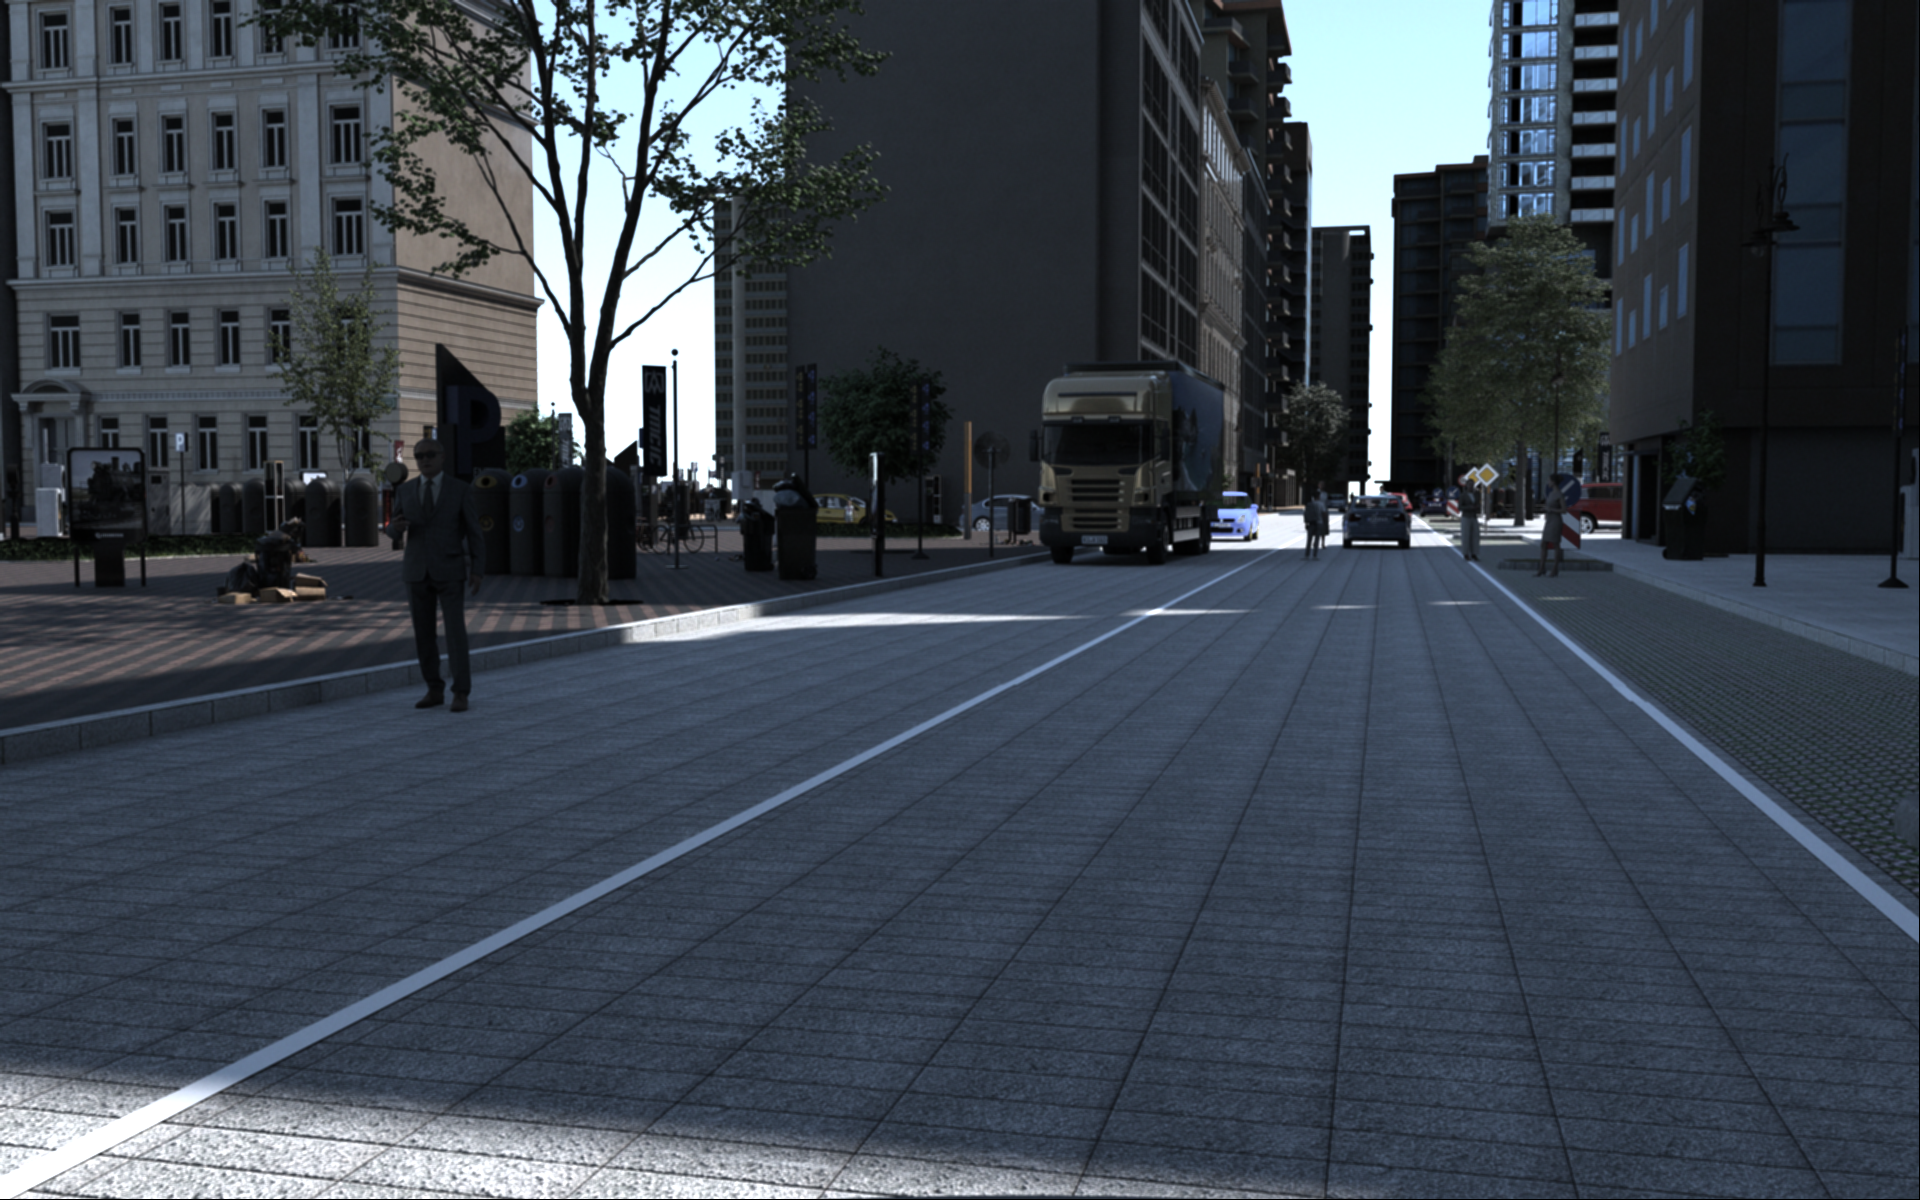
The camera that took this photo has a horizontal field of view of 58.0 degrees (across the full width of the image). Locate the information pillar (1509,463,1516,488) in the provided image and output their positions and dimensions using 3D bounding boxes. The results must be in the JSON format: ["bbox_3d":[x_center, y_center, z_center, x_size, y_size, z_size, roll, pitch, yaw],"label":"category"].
[{"bbox_3d":[41.418,-8.473,129.891,0.504,3.616,0.183,3,5,42],"label":"information pillar"}]

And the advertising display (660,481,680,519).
[{"bbox_3d":[-14.342,-4.930,85.814,0.974,1.923,0.123,0,4,-2],"label":"advertising display"}]

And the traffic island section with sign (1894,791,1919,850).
[{"bbox_3d":[4.789,0.125,6.578,1.989,1.847,2.006,1,4,14],"label":"traffic island section with sign"}]

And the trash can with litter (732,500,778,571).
[{"bbox_3d":[-3.183,-1.082,29.073,1.055,1.170,0.624,-2,4,-27],"label":"trash can with litter"}]

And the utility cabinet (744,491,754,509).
[{"bbox_3d":[-16.670,-7.848,136.993,1.173,1.500,0.318,1,4,23],"label":"utility cabinet"}]

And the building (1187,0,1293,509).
[{"bbox_3d":[17.932,-30.603,154.981,22.147,44.769,28.867,1,4,14],"label":"building"}]

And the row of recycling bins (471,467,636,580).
[{"bbox_3d":[-6.400,-1.226,27.160,3.534,1.692,1.069,3,4,37],"label":"row of recycling bins"}]

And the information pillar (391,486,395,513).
[{"bbox_3d":[-19.177,-3.329,58.920,0.304,2.012,0.304,-1,4,-23],"label":"information pillar"}]

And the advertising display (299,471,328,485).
[{"bbox_3d":[-17.919,-2.620,48.055,0.123,1.923,0.974,1,4,22],"label":"advertising display"}]

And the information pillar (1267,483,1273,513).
[{"bbox_3d":[21.499,-7.078,120.223,0.304,2.012,0.304,0,4,-7],"label":"information pillar"}]

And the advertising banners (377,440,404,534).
[{"bbox_3d":[-18.475,-3.644,55.774,0.090,3.025,2.074,1,4,16],"label":"advertising banners"}]

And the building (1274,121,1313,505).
[{"bbox_3d":[34.169,-33.994,205.907,14.200,45.320,14.600,1,4,14],"label":"building"}]

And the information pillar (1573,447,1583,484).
[{"bbox_3d":[30.757,-5.803,86.227,0.504,3.616,0.183,3,5,39],"label":"information pillar"}]

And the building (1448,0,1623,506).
[{"bbox_3d":[54.003,-50.982,146.220,22.319,86.520,31.000,1,4,14],"label":"building"}]

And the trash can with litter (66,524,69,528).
[{"bbox_3d":[-33.285,-3.357,65.947,2.233,1.210,1.678,-2,4,-24],"label":"trash can with litter"}]

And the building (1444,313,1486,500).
[{"bbox_3d":[64.229,-20.271,176.477,27.650,21.520,28.899,1,4,14],"label":"building"}]

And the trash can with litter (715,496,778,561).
[{"bbox_3d":[-3.941,-1.380,33.626,1.678,1.210,2.233,-1,4,-17],"label":"trash can with litter"}]

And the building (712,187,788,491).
[{"bbox_3d":[-15.024,-31.610,208.703,23.993,40.220,32.217,1,4,14],"label":"building"}]

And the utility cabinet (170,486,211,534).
[{"bbox_3d":[-22.503,-2.559,50.516,0.318,1.500,1.173,3,5,43],"label":"utility cabinet"}]

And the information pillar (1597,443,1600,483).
[{"bbox_3d":[29.471,-5.403,79.689,0.504,3.616,0.183,-3,5,-40],"label":"information pillar"}]

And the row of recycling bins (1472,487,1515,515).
[{"bbox_3d":[33.500,-6.231,108.982,3.534,1.692,1.069,-1,4,-18],"label":"row of recycling bins"}]

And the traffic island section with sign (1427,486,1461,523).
[{"bbox_3d":[24.701,-4.809,87.262,1.989,1.847,2.006,1,4,14],"label":"traffic island section with sign"}]

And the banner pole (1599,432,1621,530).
[{"bbox_3d":[23.126,-4.381,61.642,0.863,3.779,0.401,0,4,-3],"label":"banner pole"}]

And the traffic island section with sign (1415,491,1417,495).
[{"bbox_3d":[43.074,-9.359,161.640,1.989,1.847,2.006,1,4,14],"label":"traffic island section with sign"}]

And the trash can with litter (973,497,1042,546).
[{"bbox_3d":[1.324,-2.013,43.963,1.678,1.210,2.233,-1,4,-12],"label":"trash can with litter"}]

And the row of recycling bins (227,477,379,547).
[{"bbox_3d":[-15.906,-2.155,42.354,3.534,1.692,1.069,1,4,10],"label":"row of recycling bins"}]

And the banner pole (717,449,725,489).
[{"bbox_3d":[-13.254,-6.481,95.977,0.401,3.779,0.863,2,4,25],"label":"banner pole"}]

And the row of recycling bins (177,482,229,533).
[{"bbox_3d":[-24.279,-3.058,57.104,3.534,1.692,1.069,1,4,12],"label":"row of recycling bins"}]

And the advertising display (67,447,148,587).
[{"bbox_3d":[-11.797,-1.148,23.989,0.974,1.923,0.123,-1,4,-13],"label":"advertising display"}]

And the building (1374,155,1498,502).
[{"bbox_3d":[69.193,-34.941,225.911,28.867,44.769,22.147,1,4,14],"label":"building"}]

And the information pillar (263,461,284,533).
[{"bbox_3d":[-15.372,-2.100,38.825,0.304,2.012,0.304,1,4,13],"label":"information pillar"}]

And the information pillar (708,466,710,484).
[{"bbox_3d":[-20.626,-9.231,142.282,0.183,3.616,0.504,0,4,-2],"label":"information pillar"}]

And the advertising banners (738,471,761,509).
[{"bbox_3d":[-15.996,-8.274,131.468,2.074,3.025,0.090,-3,4,-36],"label":"advertising banners"}]

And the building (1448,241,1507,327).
[{"bbox_3d":[63.056,-26.110,198.597,14.160,30.474,14.107,1,4,14],"label":"building"}]

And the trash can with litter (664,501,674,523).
[{"bbox_3d":[-12.663,-3.993,76.670,1.055,1.170,0.624,2,4,31],"label":"trash can with litter"}]

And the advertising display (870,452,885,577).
[{"bbox_3d":[-1.300,-1.345,27.204,0.123,1.923,0.974,-1,4,-10],"label":"advertising display"}]

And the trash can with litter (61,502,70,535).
[{"bbox_3d":[-28.066,-2.619,54.202,0.624,1.170,1.055,2,4,27],"label":"trash can with litter"}]

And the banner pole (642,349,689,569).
[{"bbox_3d":[-5.090,-2.431,29.757,0.863,3.779,0.401,-3,4,-37],"label":"banner pole"}]

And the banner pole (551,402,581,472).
[{"bbox_3d":[-10.803,-3.479,46.896,0.863,3.779,0.401,2,4,24],"label":"banner pole"}]

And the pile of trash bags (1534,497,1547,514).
[{"bbox_3d":[37.019,-6.278,112.397,1.912,1.369,3.447,0,4,-5],"label":"pile of trash bags"}]

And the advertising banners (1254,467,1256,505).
[{"bbox_3d":[17.285,-6.444,101.551,0.090,3.025,2.074,1,4,11],"label":"advertising banners"}]

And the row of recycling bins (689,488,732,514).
[{"bbox_3d":[-16.248,-6.443,112.455,3.534,1.692,1.069,2,4,32],"label":"row of recycling bins"}]

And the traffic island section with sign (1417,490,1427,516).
[{"bbox_3d":[31.164,-6.410,113.434,1.989,1.847,2.006,1,4,14],"label":"traffic island section with sign"}]

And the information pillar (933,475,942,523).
[{"bbox_3d":[-0.874,-3.880,67.932,0.304,2.012,0.304,1,4,15],"label":"information pillar"}]

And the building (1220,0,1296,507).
[{"bbox_3d":[24.410,-45.311,179.083,20.563,71.187,20.611,1,4,14],"label":"building"}]

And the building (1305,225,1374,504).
[{"bbox_3d":[44.128,-33.336,236.920,23.993,40.220,32.217,1,4,14],"label":"building"}]

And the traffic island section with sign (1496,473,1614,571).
[{"bbox_3d":[11.307,-1.492,33.024,1.989,1.847,2.006,1,4,14],"label":"traffic island section with sign"}]

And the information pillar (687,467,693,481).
[{"bbox_3d":[-23.452,-9.723,150.329,0.504,3.616,0.183,1,4,15],"label":"information pillar"}]
